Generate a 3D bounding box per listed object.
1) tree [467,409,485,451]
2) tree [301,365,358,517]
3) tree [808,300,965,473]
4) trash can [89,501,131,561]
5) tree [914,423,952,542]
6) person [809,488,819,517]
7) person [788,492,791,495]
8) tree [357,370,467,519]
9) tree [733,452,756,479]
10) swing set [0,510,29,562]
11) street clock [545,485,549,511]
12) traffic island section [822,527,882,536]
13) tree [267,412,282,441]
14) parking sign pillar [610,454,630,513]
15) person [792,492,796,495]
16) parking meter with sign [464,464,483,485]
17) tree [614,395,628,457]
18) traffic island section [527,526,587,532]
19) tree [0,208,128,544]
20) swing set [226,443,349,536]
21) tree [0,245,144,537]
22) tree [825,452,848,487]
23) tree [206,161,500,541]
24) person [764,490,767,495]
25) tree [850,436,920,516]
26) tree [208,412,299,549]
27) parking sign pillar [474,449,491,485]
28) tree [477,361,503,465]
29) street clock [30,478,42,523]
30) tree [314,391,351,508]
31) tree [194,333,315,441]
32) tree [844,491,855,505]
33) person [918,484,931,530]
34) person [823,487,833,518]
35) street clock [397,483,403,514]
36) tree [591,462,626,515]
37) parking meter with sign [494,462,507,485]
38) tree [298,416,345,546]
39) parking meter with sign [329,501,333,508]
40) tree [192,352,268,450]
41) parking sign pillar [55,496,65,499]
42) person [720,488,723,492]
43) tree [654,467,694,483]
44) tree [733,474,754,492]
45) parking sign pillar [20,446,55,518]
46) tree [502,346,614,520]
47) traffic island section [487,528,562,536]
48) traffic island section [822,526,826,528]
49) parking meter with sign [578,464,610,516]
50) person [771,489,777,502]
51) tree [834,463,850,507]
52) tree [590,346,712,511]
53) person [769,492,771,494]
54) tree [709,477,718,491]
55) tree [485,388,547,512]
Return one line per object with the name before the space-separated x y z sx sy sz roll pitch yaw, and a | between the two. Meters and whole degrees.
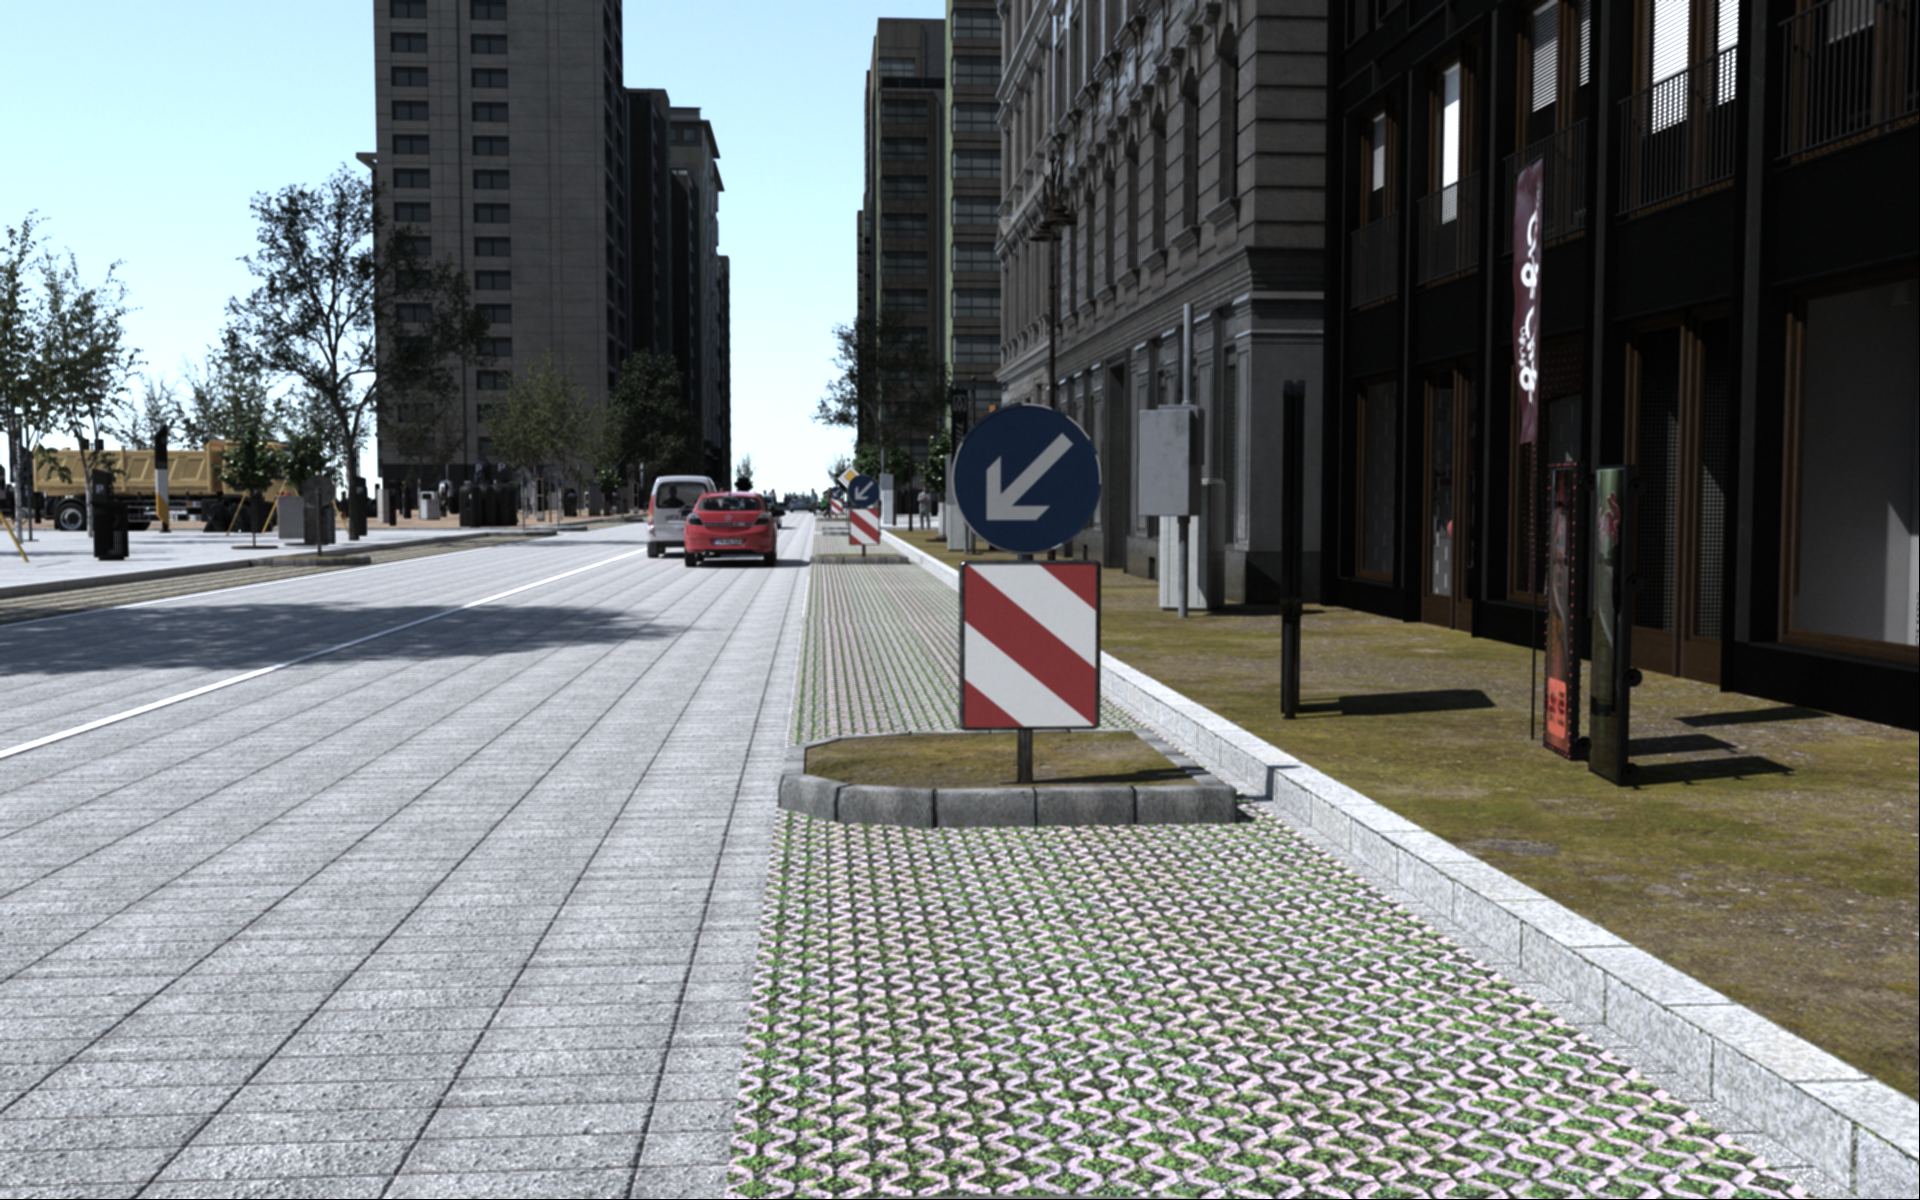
tree | -38.803 -10.986 129.990 4.360 8.622 3.978 0 3 0
tree | -35.510 -9.086 98.920 4.360 8.622 3.978 0 3 0
tree | -3.414 -9.056 82.473 8.767 10.594 7.601 2 4 25
trash can | -16.464 -1.341 33.578 0.748 1.137 0.748 0 3 0
tree | -0.203 -3.337 49.157 1.663 3.219 1.824 0 3 0
person | -9.174 -6.119 108.889 0.444 1.785 0.601 -3 5 -44
person | -22.907 -13.669 232.899 0.541 1.710 0.530 1 4 11
tree | -27.881 -8.439 88.344 4.360 8.622 3.978 0 3 0
tree | -36.293 -20.917 292.351 4.360 8.622 3.978 0 3 0
swing set | -18.492 -2.022 30.688 2.862 2.851 3.119 -1 4 -16
street clock | -32.110 -7.943 134.445 0.358 2.002 0.471 2 4 30
traffic island section | -3.793 -2.344 60.609 2.009 0.180 2.903 0 4 -5
tree | -48.849 -10.288 118.571 4.360 8.622 3.978 0 3 0
parking sign pillar | -23.047 -7.868 117.108 1.447 3.967 1.447 1 4 20
person | -25.799 -15.984 269.865 1.348 1.821 0.705 -2 4 -29
parking meter with sign | -28.197 -6.335 99.842 1.738 3.016 0.543 3 5 43
tree | -26.029 -10.737 125.911 4.737 8.622 4.395 0 3 0
traffic island section | -15.695 -2.776 67.661 2.009 0.180 2.903 0 4 -5
tree | -23.991 -5.748 44.340 4.737 8.622 4.395 0 3 0
swing set | -21.311 -3.500 54.840 2.862 2.851 3.119 0 4 -1
tree | -25.824 -6.146 50.847 4.360 8.622 3.978 0 3 0
tree | -20.754 -21.071 294.877 4.360 8.622 3.978 0 3 0
tree | -16.742 -6.945 47.960 8.767 10.594 7.601 0 4 0
person | -18.997 -9.781 168.425 0.705 1.824 1.348 -2 4 -26
tree | -4.000 -7.178 101.075 4.285 4.588 4.351 0 3 0
tree | -16.681 -2.826 40.806 1.663 3.219 1.824 0 3 0
parking sign pillar | -28.300 -6.983 102.641 1.447 3.967 1.447 -3 5 -42
tree | -23.304 -8.655 91.867 4.737 8.622 4.395 0 3 0
street clock | -40.290 -4.345 75.618 0.358 2.002 0.471 3 4 39
tree | -38.550 -9.358 103.362 4.737 8.622 4.395 0 3 0
tree | -32.254 -7.818 78.180 4.737 8.622 4.395 0 3 0
tree | -16.251 -15.643 250.365 1.663 3.219 1.824 0 3 0
person | -1.353 -3.489 65.724 0.511 1.800 0.466 0 3 0
person | -7.876 -5.831 103.746 0.656 1.842 0.836 3 5 39
street clock | -35.174 -6.384 108.948 0.471 2.002 0.358 -1 4 -15
tree | -21.692 -6.763 105.177 1.663 3.219 1.824 0 3 0
parking meter with sign | -25.304 -6.047 95.128 0.543 3.016 1.738 -2 4 -24
tree | -16.259 -2.982 43.362 1.663 3.219 1.824 0 3 0
parking meter with sign | -40.069 -6.941 109.749 0.543 3.016 1.738 0 4 -6
tree | -38.865 -8.482 89.050 4.360 8.622 3.978 0 3 0
parking sign pillar | -65.379 -8.358 125.132 1.447 3.967 1.447 1 4 10
person | -13.561 -5.466 98.219 0.624 1.780 0.694 -1 4 -22
tree | -24.595 -10.122 149.205 4.285 4.588 4.351 0 3 0
tree | -35.497 -18.366 283.996 4.285 4.588 4.351 0 3 0
parking sign pillar | -49.172 -6.305 91.560 1.447 3.967 1.447 0 4 1
tree | -19.885 -8.297 86.022 4.737 8.622 4.395 0 3 0
traffic island section | -15.048 -2.289 59.702 2.009 0.180 2.903 0 4 -5
traffic island section | -4.441 -2.831 68.568 2.009 0.180 2.903 0 4 -5
parking meter with sign | -21.127 -6.349 100.070 1.738 3.016 0.543 -1 4 -16
person | -13.809 -7.325 128.275 0.388 1.821 0.555 2 4 31
tree | -11.275 -11.930 178.774 4.285 4.588 4.351 0 3 0
tree | -24.047 -13.301 134.486 9.611 12.733 9.660 0 3 0
person | -27.748 -14.947 253.019 1.348 1.807 0.705 0 4 7
tree | -28.296 -12.296 195.647 1.663 3.219 1.824 0 3 0
tree | -31.852 -10.734 125.856 4.360 8.622 3.978 0 3 0
